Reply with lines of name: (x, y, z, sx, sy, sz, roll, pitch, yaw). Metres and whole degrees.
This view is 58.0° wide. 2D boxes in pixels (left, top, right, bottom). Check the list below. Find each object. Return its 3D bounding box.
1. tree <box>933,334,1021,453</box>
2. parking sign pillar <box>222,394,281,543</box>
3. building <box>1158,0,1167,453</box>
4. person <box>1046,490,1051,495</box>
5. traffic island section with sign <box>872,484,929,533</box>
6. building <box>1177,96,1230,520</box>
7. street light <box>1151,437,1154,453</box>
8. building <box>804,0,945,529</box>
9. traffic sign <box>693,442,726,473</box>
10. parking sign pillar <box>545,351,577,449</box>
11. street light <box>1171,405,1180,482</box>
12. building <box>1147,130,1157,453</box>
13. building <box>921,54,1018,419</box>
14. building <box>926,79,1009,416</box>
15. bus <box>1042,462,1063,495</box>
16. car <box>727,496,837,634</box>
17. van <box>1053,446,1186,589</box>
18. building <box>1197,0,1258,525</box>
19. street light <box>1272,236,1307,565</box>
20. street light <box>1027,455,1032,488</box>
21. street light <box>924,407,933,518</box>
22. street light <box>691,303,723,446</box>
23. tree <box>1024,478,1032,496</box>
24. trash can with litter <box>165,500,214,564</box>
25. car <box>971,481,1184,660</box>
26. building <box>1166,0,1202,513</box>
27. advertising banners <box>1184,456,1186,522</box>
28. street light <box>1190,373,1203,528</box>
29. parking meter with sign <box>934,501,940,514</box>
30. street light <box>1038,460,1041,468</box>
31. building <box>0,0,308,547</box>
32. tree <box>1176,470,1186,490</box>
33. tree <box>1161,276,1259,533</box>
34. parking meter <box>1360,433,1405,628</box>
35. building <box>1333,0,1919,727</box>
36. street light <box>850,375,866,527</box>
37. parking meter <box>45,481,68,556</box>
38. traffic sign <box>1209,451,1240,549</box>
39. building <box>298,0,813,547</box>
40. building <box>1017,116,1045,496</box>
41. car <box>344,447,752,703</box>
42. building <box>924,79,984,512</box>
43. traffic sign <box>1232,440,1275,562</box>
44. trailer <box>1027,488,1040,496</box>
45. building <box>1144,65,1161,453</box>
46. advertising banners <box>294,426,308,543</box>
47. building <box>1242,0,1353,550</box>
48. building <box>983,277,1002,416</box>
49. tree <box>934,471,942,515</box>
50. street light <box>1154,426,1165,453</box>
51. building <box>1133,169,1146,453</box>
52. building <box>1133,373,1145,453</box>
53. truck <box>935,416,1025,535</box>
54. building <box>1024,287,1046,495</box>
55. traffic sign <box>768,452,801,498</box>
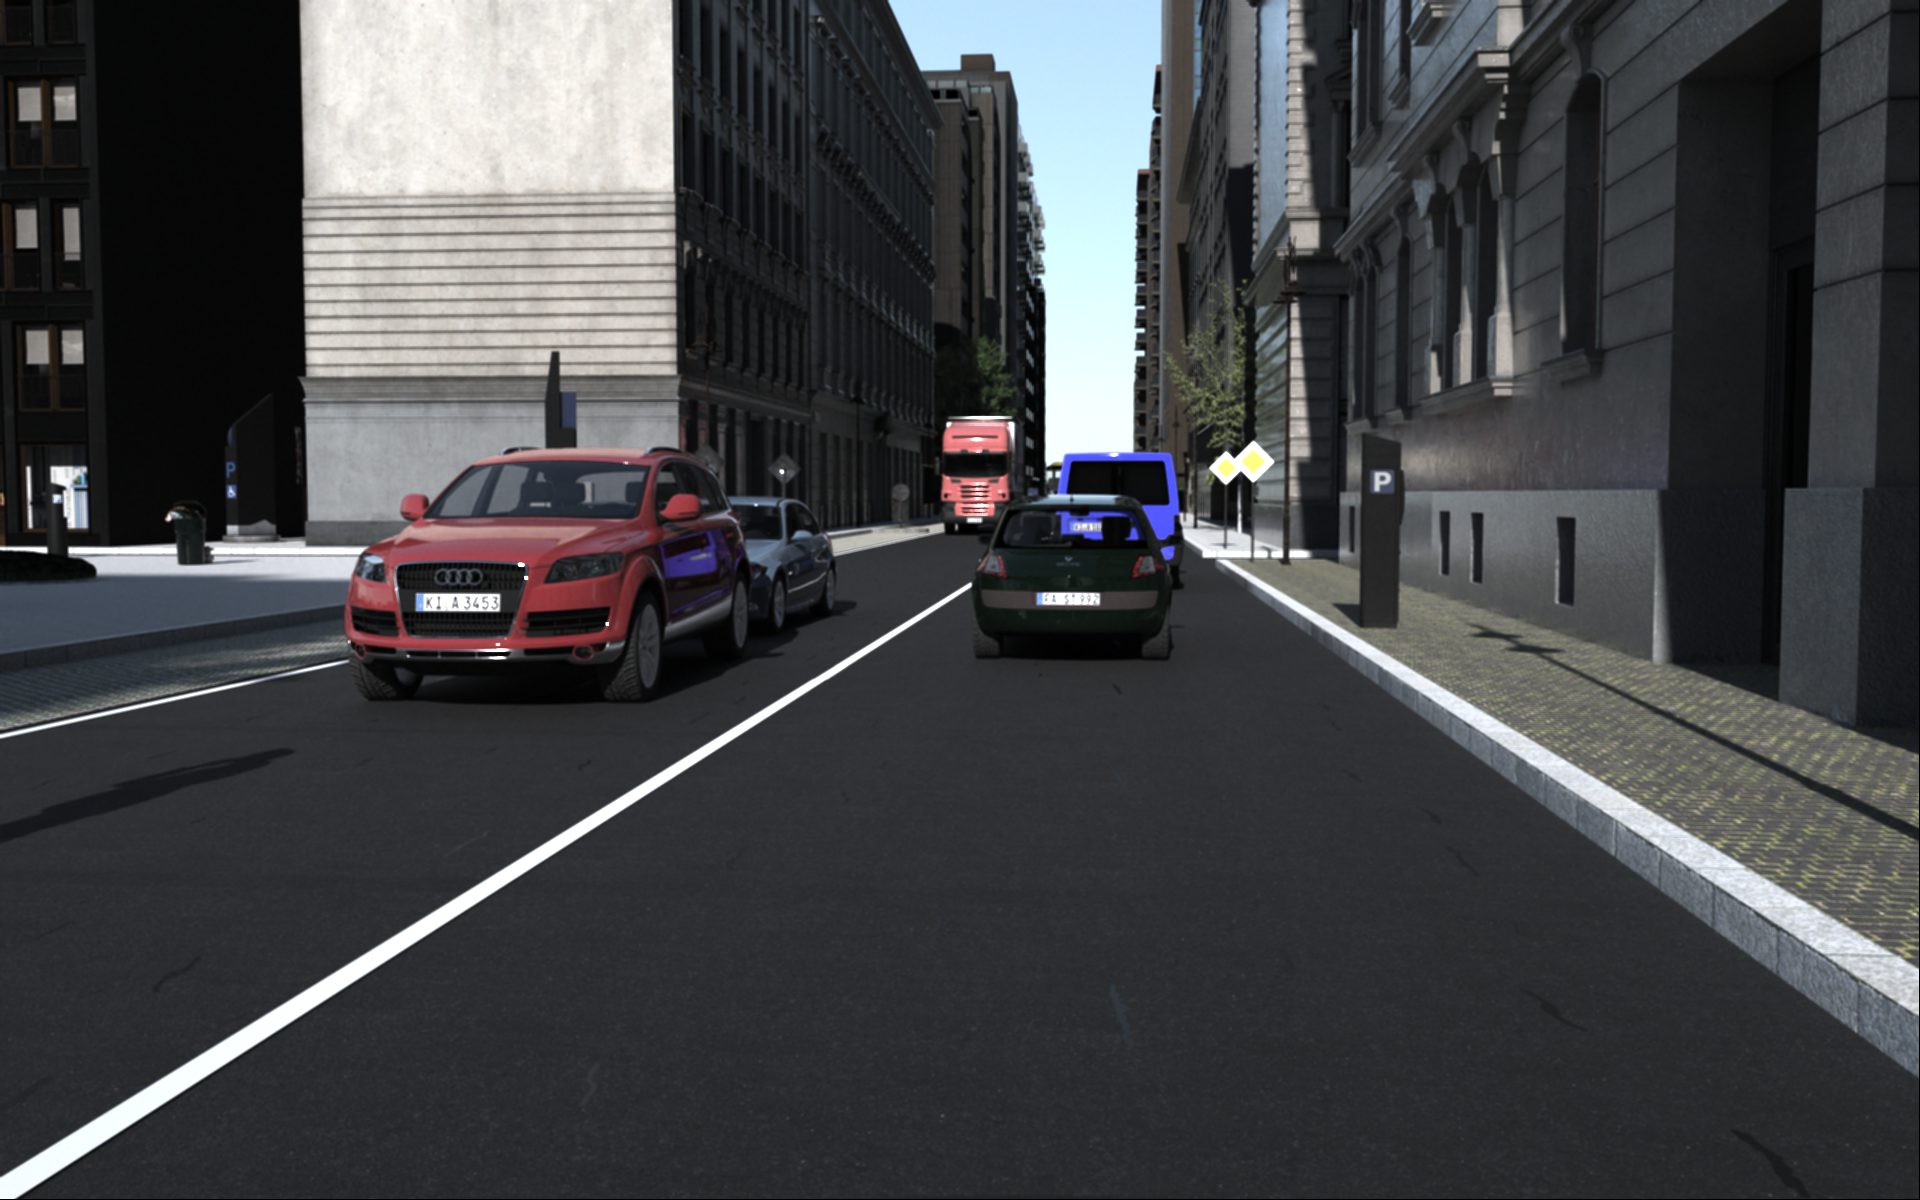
tree: (0.296, -11.418, 112.443, 9.928, 11.665, 9.643, 0, 3, 0)
parking sign pillar: (-18.904, -3.526, 46.117, 1.447, 3.967, 1.447, 2, 4, 25)
building: (27.400, -36.912, 145.512, 21.231, 58.520, 28.212, 0, 4, 5)
person: (6.004, -6.658, 118.075, 1.217, 1.735, 0.721, -1, 4, -9)
traffic island section with sign: (-2.185, -3.403, 64.260, 1.989, 1.847, 2.006, 0, 4, 5)
building: (21.025, -16.285, 99.551, 16.112, 22.955, 30.059, 0, 4, 5)
street light: (15.695, -10.272, 140.737, 0.468, 5.910, 1.993, 0, 4, 5)
building: (-11.074, -18.645, 81.256, 17.030, 29.872, 44.131, 0, 4, 5)
traffic sign: (-4.911, -1.822, 33.428, 0.795, 2.450, 0.064, 0, 4, 5)
parking sign pillar: (-7.728, -2.752, 33.475, 1.447, 3.967, 1.447, -1, 4, -20)
street light: (11.197, -7.158, 89.825, 0.468, 5.910, 1.993, 0, 4, 5)
building: (29.494, -34.011, 206.198, 14.600, 45.320, 14.200, 0, 4, 5)
building: (-1.281, -32.487, 181.267, 14.600, 45.320, 14.200, 0, 4, 5)
building: (-2.726, -29.576, 167.169, 14.154, 41.232, 14.086, 0, 4, 5)
bus: (8.186, -8.784, 135.161, 2.896, 3.916, 12.252, 0, 4, 6)
car: (-2.523, -0.446, 19.292, 2.014, 1.417, 4.499, 0, 4, 7)
van: (2.546, -1.433, 27.810, 2.240, 2.365, 5.245, 0, 4, 6)
building: (17.626, -17.071, 72.612, 14.314, 27.812, 24.014, 0, 4, 5)
street light: (5.923, -3.578, 31.281, 0.468, 5.910, 1.993, 0, 4, 5)
street light: (8.083, -13.946, 200.796, 0.468, 5.910, 1.993, 0, 4, 5)
street light: (-1.657, -7.309, 92.285, 0.468, 5.910, 1.993, 0, 4, 5)
street light: (-6.134, -4.242, 42.152, 0.468, 5.910, 1.993, 0, 4, 5)
tree: (7.370, -12.069, 191.930, 1.663, 3.219, 1.824, 0, 3, 0)
trash can with litter: (-14.043, -1.239, 31.647, 0.624, 1.170, 1.055, -1, 4, -9)
car: (1.118, -0.404, 16.398, 2.009, 1.686, 4.222, 0, 4, 6)
building: (21.963, -29.054, 125.149, 14.600, 45.320, 14.200, 0, 4, 5)
advertising banners: (10.473, -5.169, 80.694, 0.090, 3.025, 2.074, 1, 4, 9)
street light: (8.865, -5.641, 65.018, 0.468, 5.910, 1.993, 0, 4, 5)
parking meter with sign: (-2.123, -6.761, 106.809, 1.738, 3.016, 0.543, 0, 4, 5)
street light: (10.310, -15.463, 225.612, 0.468, 5.910, 1.993, 0, 4, 5)
building: (-27.927, -13.357, 48.060, 15.834, 23.373, 12.332, 0, 4, 5)
tree: (14.417, -7.580, 118.532, 1.663, 3.219, 1.824, 0, 3, 0)
tree: (9.054, -6.534, 57.186, 4.737, 8.622, 4.395, 0, 3, 0)
parking meter: (4.056, -0.668, 16.632, 0.399, 1.863, 0.255, 1, 4, 11)
building: (12.128, -14.178, 19.201, 14.401, 28.519, 23.554, 0, 4, 5)
street light: (-3.962, -5.785, 67.377, 0.468, 5.910, 1.993, 0, 4, 5)
parking meter: (-18.110, -1.610, 34.729, 0.372, 1.533, 0.369, 0, 3, 0)
traffic sign: (6.203, -2.250, 40.431, 0.795, 2.450, 0.064, 0, 4, 5)
building: (-10.562, -12.298, 50.216, 9.793, 20.994, 18.267, 0, 4, 5)
building: (-2.341, -36.450, 215.566, 23.786, 49.044, 30.456, 0, 4, 5)
car: (-3.009, -0.303, 13.632, 2.281, 1.827, 5.304, 0, 4, 4)
building: (-5.792, -21.573, 124.415, 14.160, 30.474, 14.107, 0, 4, 5)
traffic sign: (5.490, -1.764, 32.478, 0.795, 2.450, 0.064, 0, 4, 5)
trailer: (6.646, -9.189, 157.284, 1.471, 1.999, 3.904, 0, 4, 6)
building: (30.427, -31.836, 175.136, 22.147, 44.769, 28.867, 0, 4, 5)
advertising banners: (-17.257, -3.038, 45.865, 0.090, 3.025, 2.074, 0, 4, -3)
building: (17.127, -13.109, 43.213, 19.941, 23.489, 11.050, 0, 4, 5)
building: (-11.223, -18.459, 146.837, 27.650, 21.520, 28.899, 0, 4, 5)
tree: (-1.595, -6.735, 104.723, 1.663, 3.219, 1.824, 0, 3, 0)
street light: (13.324, -8.689, 114.853, 0.468, 5.910, 1.993, 0, 4, 5)
building: (34.151, -35.094, 228.405, 22.147, 44.769, 28.867, 0, 4, 5)
building: (39.884, -25.291, 258.553, 27.650, 21.520, 28.899, 0, 4, 5)
truck: (0.912, -4.618, 64.412, 2.839, 4.237, 11.283, 0, 4, 5)
building: (4.480, -28.538, 238.293, 14.160, 30.474, 14.107, 0, 4, 5)
traffic sign: (-4.197, -2.308, 41.381, 0.795, 2.450, 0.064, 0, 4, 5)
